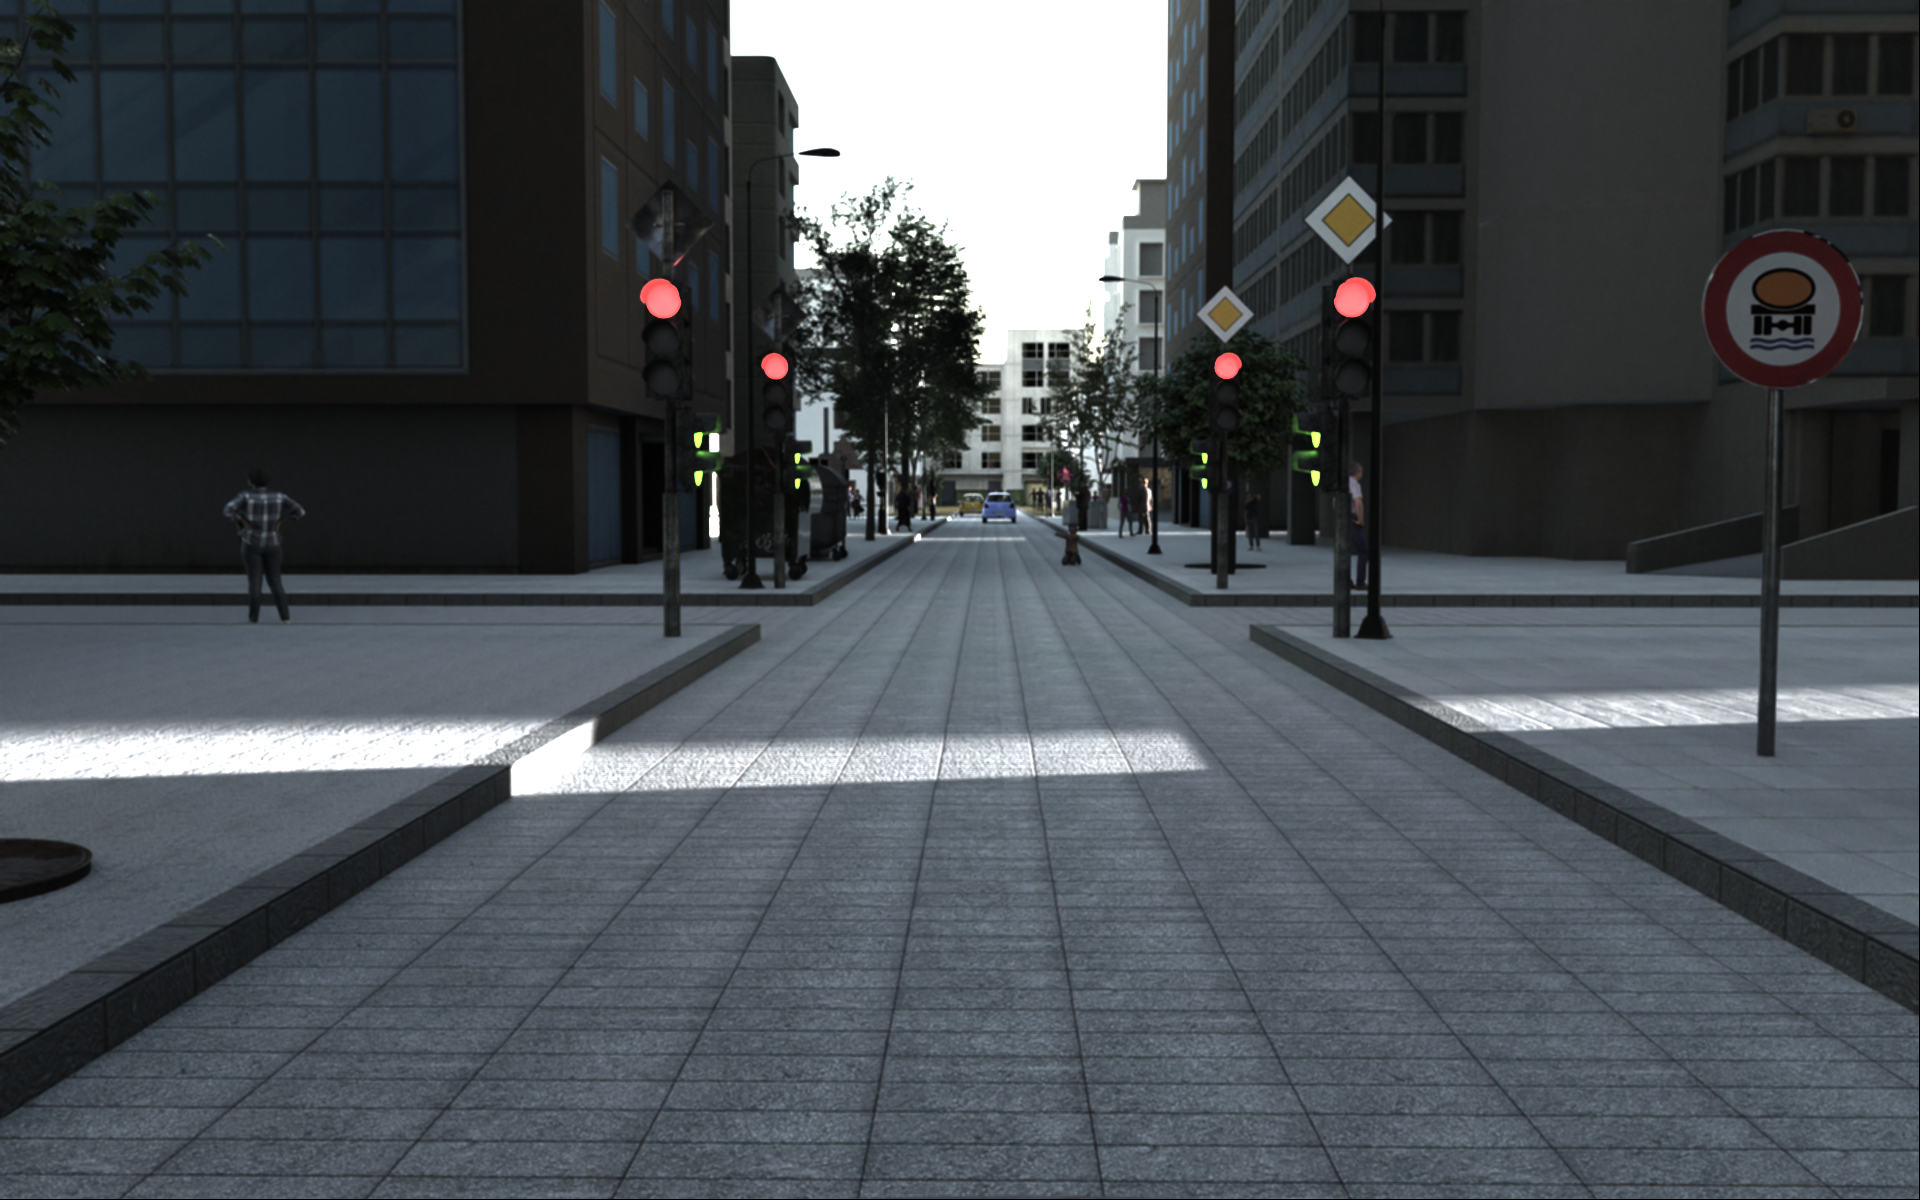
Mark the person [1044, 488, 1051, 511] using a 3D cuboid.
[{"bbox_3d":[6.771,-7.831,133.955,0.709,1.838,0.599,-3,4,-38],"label":"person"}]

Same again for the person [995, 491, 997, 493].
[{"bbox_3d":[3.032,-8.313,145.248,1.217,1.723,0.721,0,4,-3],"label":"person"}]

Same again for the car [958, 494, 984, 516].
[{"bbox_3d":[0.841,-6.234,112.147,2.015,1.641,3.980,0,4,1],"label":"car"}]

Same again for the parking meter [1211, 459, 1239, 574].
[{"bbox_3d":[4.245,-1.349,27.765,0.399,1.863,0.255,0,4,-3],"label":"parking meter"}]

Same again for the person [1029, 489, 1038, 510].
[{"bbox_3d":[6.073,-8.162,140.316,1.217,1.723,0.721,3,4,36],"label":"person"}]

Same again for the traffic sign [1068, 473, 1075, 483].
[{"bbox_3d":[4.921,-4.900,80.221,0.768,2.556,0.104,0,4,2],"label":"traffic sign"}]

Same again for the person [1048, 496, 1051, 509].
[{"bbox_3d":[7.493,-8.502,144.684,0.705,1.869,1.348,-2,4,-26],"label":"person"}]

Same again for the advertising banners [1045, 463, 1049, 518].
[{"bbox_3d":[4.749,-5.995,94.205,0.090,3.025,2.074,0,3,0],"label":"advertising banners"}]

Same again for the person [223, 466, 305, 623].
[{"bbox_3d":[-7.471,-0.571,18.552,0.841,1.734,0.376,-2,4,-35],"label":"person"}]

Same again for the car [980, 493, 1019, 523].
[{"bbox_3d":[1.960,-4.702,86.473,1.945,1.707,3.694,0,4,1],"label":"car"}]

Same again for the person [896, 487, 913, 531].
[{"bbox_3d":[-1.903,-3.111,59.443,0.613,1.512,0.480,0,4,-1],"label":"person"}]

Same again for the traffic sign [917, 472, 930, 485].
[{"bbox_3d":[-1.984,-5.952,97.326,0.884,2.594,0.081,0,4,4],"label":"traffic sign"}]

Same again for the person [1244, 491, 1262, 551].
[{"bbox_3d":[6.677,-1.803,39.427,0.435,1.345,0.340,1,4,16],"label":"person"}]

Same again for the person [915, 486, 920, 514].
[{"bbox_3d":[-2.904,-6.491,112.114,0.705,1.831,1.348,2,4,30],"label":"person"}]

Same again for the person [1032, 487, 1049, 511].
[{"bbox_3d":[6.091,-7.643,131.145,1.348,1.807,0.705,1,4,9],"label":"person"}]

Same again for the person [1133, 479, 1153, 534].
[{"bbox_3d":[5.830,-2.987,55.427,0.990,1.755,0.434,-3,5,-44],"label":"person"}]

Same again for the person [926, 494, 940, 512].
[{"bbox_3d":[-1.953,-7.117,122.376,1.348,1.831,0.705,3,5,40],"label":"person"}]

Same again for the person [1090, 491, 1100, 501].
[{"bbox_3d":[6.634,-4.638,85.113,0.726,1.434,0.776,0,4,2],"label":"person"}]

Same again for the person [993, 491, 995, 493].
[{"bbox_3d":[3.157,-8.991,156.311,0.445,1.727,0.742,-1,4,-17],"label":"person"}]

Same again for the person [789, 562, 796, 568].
[{"bbox_3d":[-2.819,-1.232,28.397,0.614,1.554,0.590,-1,4,-10],"label":"person"}]

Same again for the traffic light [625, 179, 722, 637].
[{"bbox_3d":[-2.578,-1.626,15.502,0.839,4.253,0.868,0,4,1],"label":"traffic light"}]

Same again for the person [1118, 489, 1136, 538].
[{"bbox_3d":[4.917,-2.522,50.506,0.776,1.435,0.726,3,5,44],"label":"person"}]

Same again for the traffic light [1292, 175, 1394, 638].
[{"bbox_3d":[3.403,-1.620,15.415,0.839,4.253,0.868,0,4,1],"label":"traffic light"}]

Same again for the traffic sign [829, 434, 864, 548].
[{"bbox_3d":[-2.526,-2.300,37.610,0.884,2.594,0.081,0,4,2],"label":"traffic sign"}]

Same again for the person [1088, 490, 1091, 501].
[{"bbox_3d":[6.923,-5.442,95.149,0.598,1.807,0.434,-2,4,-33],"label":"person"}]

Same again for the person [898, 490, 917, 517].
[{"bbox_3d":[-2.320,-4.188,75.234,0.841,1.734,0.376,1,4,13],"label":"person"}]

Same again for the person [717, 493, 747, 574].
[{"bbox_3d":[-3.600,-1.324,27.818,0.598,1.807,0.434,-1,4,-15],"label":"person"}]

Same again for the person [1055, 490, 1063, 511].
[{"bbox_3d":[7.416,-7.520,129.797,0.445,1.727,0.742,1,4,23],"label":"person"}]

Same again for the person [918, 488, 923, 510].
[{"bbox_3d":[-3.223,-8.152,140.003,0.551,1.740,0.621,1,4,21],"label":"person"}]

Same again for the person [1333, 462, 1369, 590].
[{"bbox_3d":[5.313,-0.998,23.307,0.436,1.711,0.756,0,4,-6],"label":"person"}]

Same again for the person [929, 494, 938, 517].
[{"bbox_3d":[-1.495,-5.403,98.284,0.435,1.345,0.340,-2,4,-28],"label":"person"}]

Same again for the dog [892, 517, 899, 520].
[{"bbox_3d":[-2.994,-4.140,85.422,0.748,0.427,0.550,3,5,40],"label":"dog"}]

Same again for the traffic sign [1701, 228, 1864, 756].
[{"bbox_3d":[3.957,-0.509,8.427,0.768,2.556,0.104,0,4,1],"label":"traffic sign"}]

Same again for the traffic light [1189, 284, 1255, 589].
[{"bbox_3d":[3.541,-2.109,23.399,0.839,4.253,0.868,0,4,1],"label":"traffic light"}]

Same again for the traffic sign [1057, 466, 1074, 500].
[{"bbox_3d":[4.794,-4.790,78.428,0.768,2.556,0.104,0,4,5],"label":"traffic sign"}]

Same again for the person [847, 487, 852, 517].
[{"bbox_3d":[-6.234,-5.537,97.272,0.504,1.737,0.576,1,4,18],"label":"person"}]

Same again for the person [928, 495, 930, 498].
[{"bbox_3d":[-2.581,-9.457,161.603,0.756,1.711,0.436,2,4,35],"label":"person"}]

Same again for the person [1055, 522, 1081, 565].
[{"bbox_3d":[2.200,-1.134,34.961,0.347,0.859,0.695,2,4,28],"label":"person"}]

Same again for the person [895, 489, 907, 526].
[{"bbox_3d":[-2.266,-3.720,69.554,0.574,1.496,0.600,2,4,30],"label":"person"}]

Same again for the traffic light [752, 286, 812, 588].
[{"bbox_3d":[-2.439,-2.114,23.486,0.839,4.253,0.868,0,4,1],"label":"traffic light"}]

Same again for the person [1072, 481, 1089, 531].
[{"bbox_3d":[4.250,-3.312,60.884,0.600,1.739,0.565,0,4,-1],"label":"person"}]
